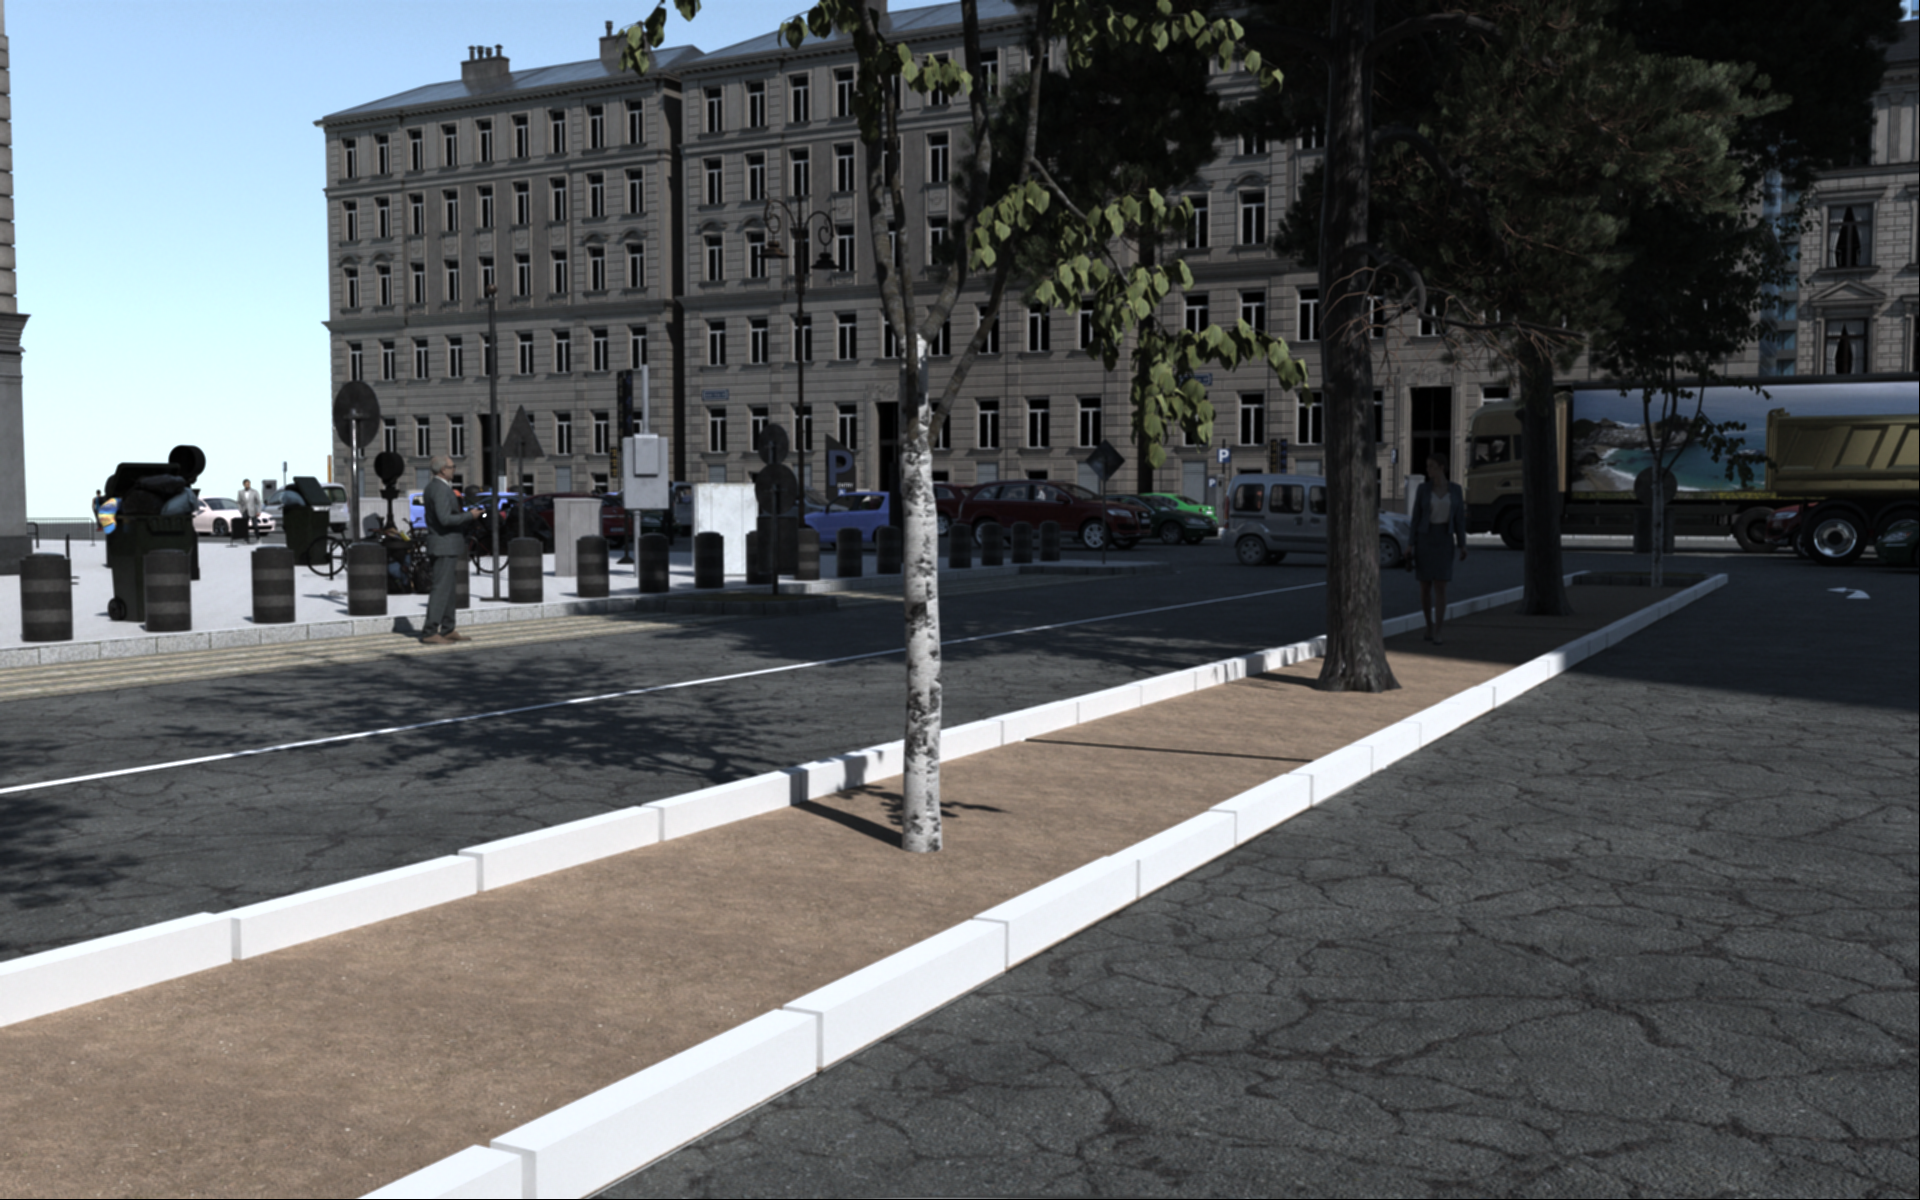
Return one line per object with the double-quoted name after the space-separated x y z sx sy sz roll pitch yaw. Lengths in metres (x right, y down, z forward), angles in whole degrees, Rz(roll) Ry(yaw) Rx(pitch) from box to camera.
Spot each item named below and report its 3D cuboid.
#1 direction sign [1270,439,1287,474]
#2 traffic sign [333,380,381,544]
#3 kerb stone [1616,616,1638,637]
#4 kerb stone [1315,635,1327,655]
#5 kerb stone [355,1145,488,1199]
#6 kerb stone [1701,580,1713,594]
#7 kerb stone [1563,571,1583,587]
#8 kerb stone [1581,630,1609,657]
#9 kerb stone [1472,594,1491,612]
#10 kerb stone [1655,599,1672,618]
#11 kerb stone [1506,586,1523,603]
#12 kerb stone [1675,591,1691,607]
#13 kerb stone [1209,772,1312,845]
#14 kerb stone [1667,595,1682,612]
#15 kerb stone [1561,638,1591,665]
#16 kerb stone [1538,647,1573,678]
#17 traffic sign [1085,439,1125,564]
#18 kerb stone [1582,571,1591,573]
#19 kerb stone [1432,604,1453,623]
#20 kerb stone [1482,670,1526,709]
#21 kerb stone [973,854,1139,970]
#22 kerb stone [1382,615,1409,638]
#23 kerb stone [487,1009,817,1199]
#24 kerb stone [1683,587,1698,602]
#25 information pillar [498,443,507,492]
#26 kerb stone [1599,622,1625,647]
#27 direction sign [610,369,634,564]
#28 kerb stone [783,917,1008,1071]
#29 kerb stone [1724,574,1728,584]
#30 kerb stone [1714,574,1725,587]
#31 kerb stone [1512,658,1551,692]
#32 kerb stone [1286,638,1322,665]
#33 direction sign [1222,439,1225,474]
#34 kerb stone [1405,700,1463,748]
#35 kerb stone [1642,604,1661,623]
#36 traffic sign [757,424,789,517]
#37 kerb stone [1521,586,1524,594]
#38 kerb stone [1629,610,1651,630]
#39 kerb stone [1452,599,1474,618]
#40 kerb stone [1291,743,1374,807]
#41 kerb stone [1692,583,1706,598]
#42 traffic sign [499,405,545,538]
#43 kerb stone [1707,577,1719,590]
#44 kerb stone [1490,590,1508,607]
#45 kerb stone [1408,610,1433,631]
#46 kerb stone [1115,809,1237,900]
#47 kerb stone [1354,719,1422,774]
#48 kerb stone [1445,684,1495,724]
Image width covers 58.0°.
13.069 -4.840 71.137 0.379 3.537 0.876 -3 5 -39 "direction sign"
-6.776 -1.180 19.407 0.768 2.556 0.104 2 4 31 "traffic sign"
6.674 0.291 17.445 0.120 0.150 1.000 2 4 28 "kerb stone"
3.367 0.396 15.725 0.120 0.150 1.000 2 4 28 "kerb stone"
-1.140 1.177 2.952 0.120 0.150 1.000 2 4 28 "kerb stone"
10.584 -0.153 24.700 0.120 0.150 1.000 2 4 28 "kerb stone"
9.714 -0.322 27.509 0.120 0.150 1.000 2 4 28 "kerb stone"
5.700 0.401 15.637 0.120 0.150 1.000 2 4 28 "kerb stone"
6.297 0.063 21.171 0.120 0.150 1.000 2 4 28 "kerb stone"
8.137 0.124 20.161 0.120 0.150 1.000 2 4 28 "kerb stone"
7.276 -0.045 22.976 0.120 0.150 1.000 2 4 28 "kerb stone"
9.122 0.013 21.979 0.120 0.150 1.000 2 4 28 "kerb stone"
1.304 0.900 7.482 0.120 0.150 1.000 2 4 28 "kerb stone"
8.636 0.073 21.076 0.120 0.150 1.000 2 4 28 "kerb stone"
5.207 0.456 14.733 0.120 0.150 1.000 2 4 28 "kerb stone"
4.726 0.512 13.822 0.120 0.150 1.000 2 4 28 "kerb stone"
2.641 -1.716 31.706 0.795 2.450 0.064 2 4 28 "traffic sign"
10.205 -0.380 28.411 0.120 0.150 1.000 2 4 28 "kerb stone"
5.304 0.174 19.348 0.120 0.150 1.000 2 4 28 "kerb stone"
3.754 0.624 12.013 0.120 0.150 1.000 2 4 28 "kerb stone"
0.330 1.011 5.673 0.120 0.150 1.000 2 4 28 "kerb stone"
4.338 0.287 17.537 0.120 0.150 1.000 2 4 28 "kerb stone"
-0.643 1.122 3.852 0.120 0.150 1.000 2 4 28 "kerb stone"
9.603 -0.042 22.887 0.120 0.150 1.000 2 4 28 "kerb stone"
-21.068 -5.404 79.707 0.504 3.616 0.183 3 4 38 "information pillar"
6.193 0.347 16.538 0.120 0.150 1.000 2 4 28 "kerb stone"
-6.139 -2.435 31.808 0.379 3.537 0.876 -2 4 -28 "direction sign"
-0.155 1.066 4.760 0.120 0.150 1.000 2 4 28 "kerb stone"
12.050 -0.317 27.423 0.120 0.150 1.000 2 4 28 "kerb stone"
11.567 -0.264 26.517 0.120 0.150 1.000 2 4 28 "kerb stone"
4.236 0.570 12.920 0.120 0.150 1.000 2 4 28 "kerb stone"
2.874 0.462 14.820 0.120 0.150 1.000 2 4 28 "kerb stone"
10.888 -4.866 71.552 0.379 3.537 0.876 0 4 4 "direction sign"
2.772 0.734 10.196 0.120 0.150 1.000 2 4 28 "kerb stone"
7.647 0.182 19.259 0.120 0.150 1.000 2 4 28 "kerb stone"
-3.408 -1.912 31.374 0.768 2.556 0.104 3 4 36 "traffic sign"
7.763 -0.103 23.882 0.120 0.150 1.000 2 4 28 "kerb stone"
7.162 0.235 18.349 0.120 0.150 1.000 2 4 28 "kerb stone"
5.814 0.119 20.254 0.120 0.150 1.000 2 4 28 "kerb stone"
1.799 0.845 8.385 0.120 0.150 1.000 2 4 28 "kerb stone"
10.096 -0.097 23.788 0.120 0.150 1.000 2 4 28 "kerb stone"
-6.389 -1.541 25.205 0.884 2.594 0.081 2 4 29 "traffic sign"
11.068 -0.209 25.607 0.120 0.150 1.000 2 4 28 "kerb stone"
6.789 0.008 22.072 0.120 0.150 1.000 2 4 28 "kerb stone"
4.826 0.234 18.440 0.120 0.150 1.000 2 4 28 "kerb stone"
0.819 0.962 6.578 0.120 0.150 1.000 2 4 28 "kerb stone"
2.285 0.790 9.289 0.120 0.150 1.000 2 4 28 "kerb stone"
3.252 0.678 11.103 0.120 0.150 1.000 2 4 28 "kerb stone"
